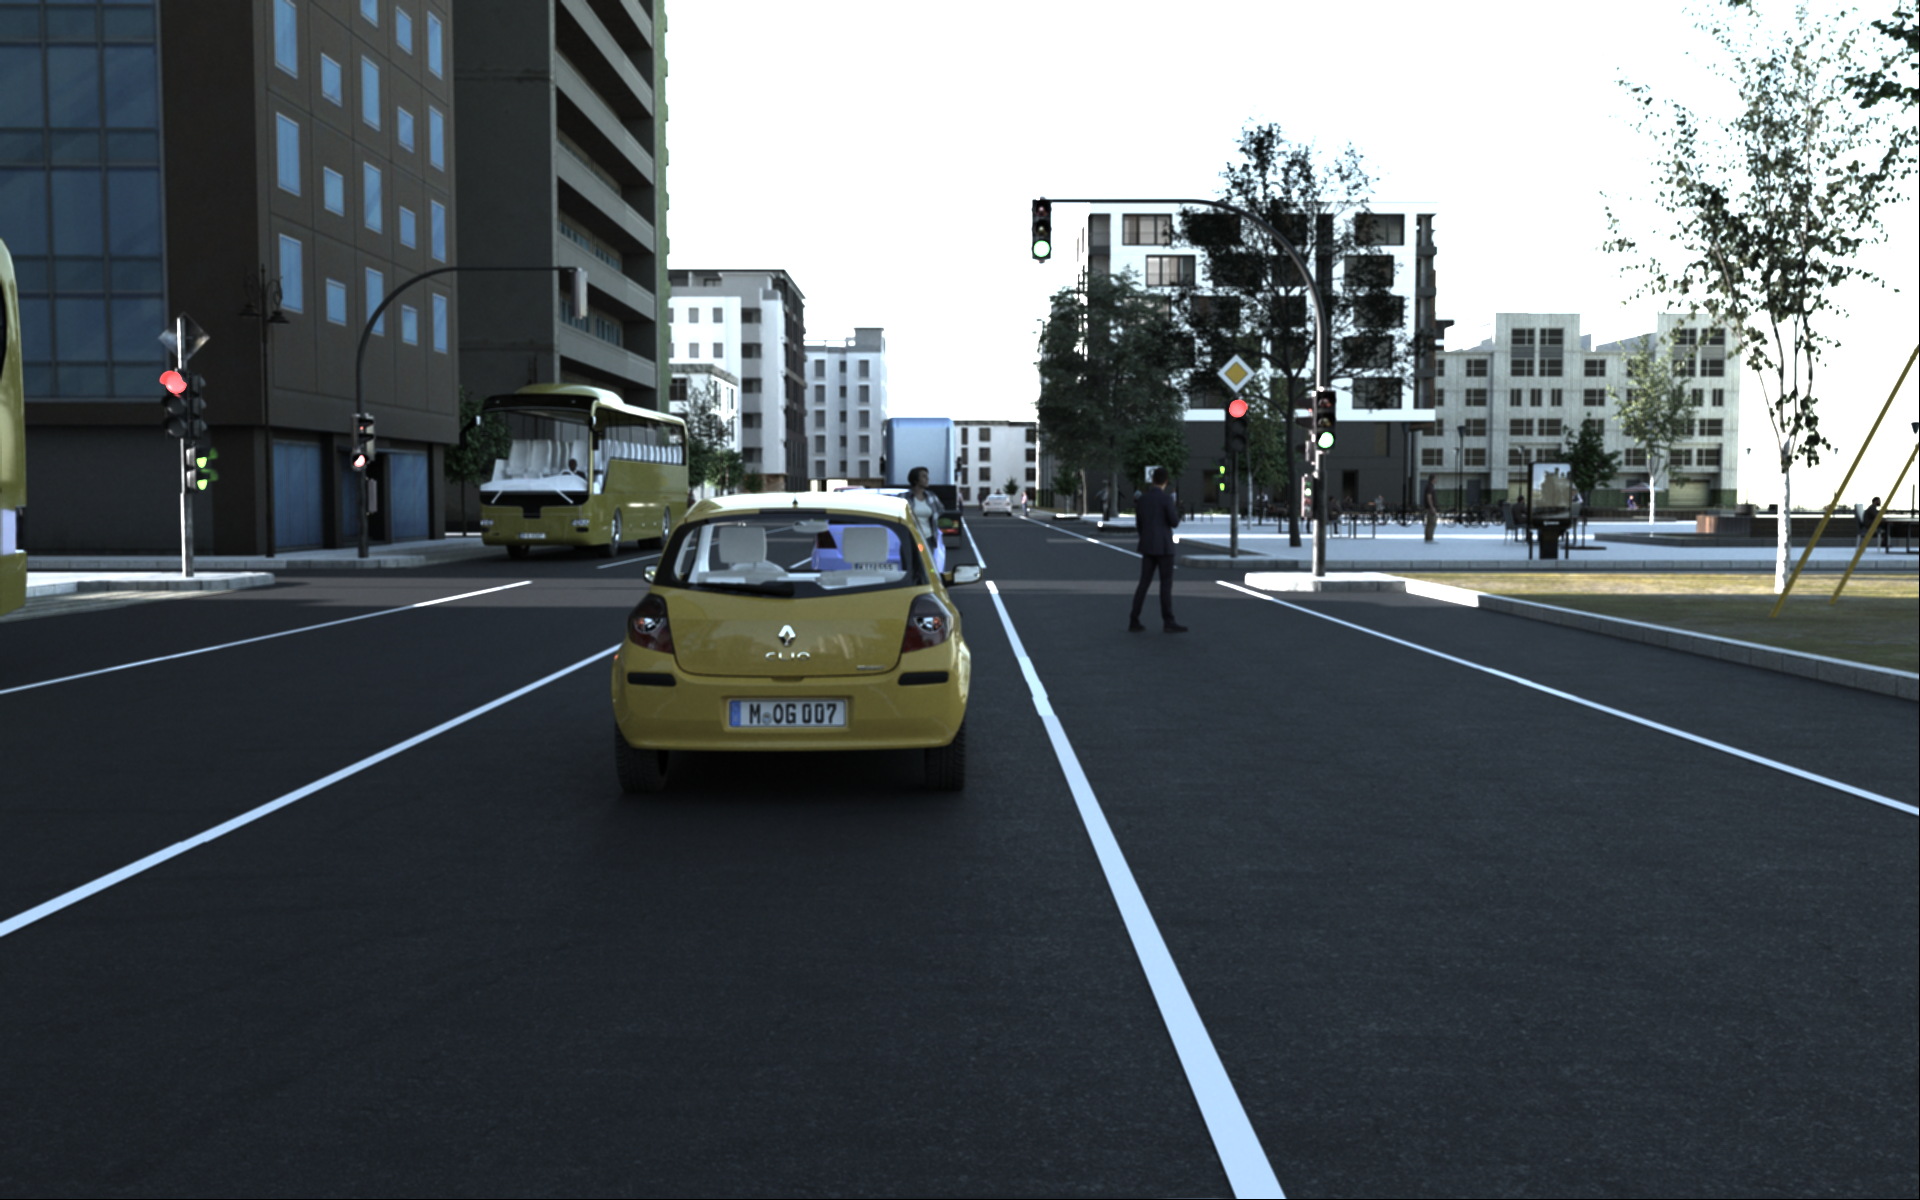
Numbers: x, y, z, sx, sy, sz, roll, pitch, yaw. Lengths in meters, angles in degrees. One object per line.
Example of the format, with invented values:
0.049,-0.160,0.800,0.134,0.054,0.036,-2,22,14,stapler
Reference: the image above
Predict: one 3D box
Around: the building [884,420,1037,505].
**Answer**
5.470,-15.752,199.695,28.070,9.664,9.099,0,4,0,building

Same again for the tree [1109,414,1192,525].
7.824,-5.341,71.034,4.285,4.588,4.351,0,3,0,tree

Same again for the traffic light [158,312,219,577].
-11.934,-2.311,26.713,0.839,4.253,0.868,0,4,0,traffic light

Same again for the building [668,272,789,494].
-22.648,-17.683,145.537,16.016,20.091,11.380,0,4,0,building

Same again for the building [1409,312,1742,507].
60.295,-19.003,177.151,31.486,18.905,16.747,0,4,0,building

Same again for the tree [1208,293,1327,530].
10.592,-6.813,61.761,4.737,8.622,4.395,0,3,0,tree

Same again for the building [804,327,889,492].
-14.269,-21.151,202.241,11.380,20.091,16.016,0,4,0,building

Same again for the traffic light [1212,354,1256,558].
5.506,-2.806,34.802,0.839,4.253,0.868,0,4,0,traffic light

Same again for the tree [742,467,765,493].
-14.790,-7.963,124.796,1.663,3.219,1.824,0,3,0,tree

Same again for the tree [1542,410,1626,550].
14.633,-2.789,40.204,1.663,3.219,1.824,0,3,0,tree

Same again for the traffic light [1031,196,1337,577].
3.455,-3.180,26.665,4.771,5.953,1.251,0,4,0,traffic light

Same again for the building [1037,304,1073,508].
16.677,-18.526,169.360,16.747,18.905,31.486,0,4,0,building

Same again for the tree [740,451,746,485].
-14.908,-7.661,108.968,4.285,4.588,4.351,0,3,0,tree

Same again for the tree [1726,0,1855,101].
8.156,-5.234,11.335,9.928,11.665,9.643,0,3,0,tree

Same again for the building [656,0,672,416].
-23.717,-25.036,92.941,14.154,41.232,14.086,0,4,0,building

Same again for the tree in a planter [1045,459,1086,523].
5.281,-5.472,86.682,1.991,3.239,1.994,0,4,0,tree in a planter

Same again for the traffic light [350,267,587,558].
-9.884,-3.674,34.743,4.771,5.953,1.251,0,4,0,traffic light

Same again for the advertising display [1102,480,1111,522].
6.865,-4.654,81.312,0.123,1.923,0.974,-1,4,-12,advertising display

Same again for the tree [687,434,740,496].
-14.287,-6.504,90.047,4.285,4.588,4.351,0,3,0,tree

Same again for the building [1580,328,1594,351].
69.412,-21.212,203.238,11.380,20.091,16.016,0,4,0,building

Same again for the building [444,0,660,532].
-24.210,-27.108,66.920,21.300,48.544,21.600,0,4,0,building

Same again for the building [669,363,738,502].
-20.560,-11.204,125.329,9.099,9.664,28.070,0,4,0,building

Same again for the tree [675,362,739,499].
-14.448,-8.972,97.049,4.360,8.622,3.978,0,3,0,tree

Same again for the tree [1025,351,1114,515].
7.576,-10.618,108.013,7.601,10.594,8.767,0,4,0,tree

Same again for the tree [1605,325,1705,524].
30.045,-7.616,74.881,4.737,8.622,4.395,0,3,0,tree

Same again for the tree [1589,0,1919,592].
10.509,-4.402,22.328,4.360,8.622,3.978,0,3,0,tree

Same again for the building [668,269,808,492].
-32.216,-20.006,171.069,32.646,21.610,27.936,0,4,0,building

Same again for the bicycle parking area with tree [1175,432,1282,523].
12.680,-5.737,80.807,8.231,4.147,9.016,0,4,7,bicycle parking area with tree

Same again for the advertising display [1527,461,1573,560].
11.587,-1.763,34.038,0.974,1.923,0.123,-1,4,-19,advertising display

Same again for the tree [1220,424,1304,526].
12.395,-5.347,71.138,4.285,4.588,4.351,0,3,0,tree

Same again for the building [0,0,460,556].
-21.163,-23.919,41.182,14.600,45.320,14.200,0,4,0,building

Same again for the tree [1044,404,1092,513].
7.448,-10.195,117.052,4.360,8.622,3.978,0,3,0,tree

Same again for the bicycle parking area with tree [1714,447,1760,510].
51.093,-7.304,106.420,8.231,4.147,9.016,1,4,18,bicycle parking area with tree

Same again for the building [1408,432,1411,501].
38.857,-19.665,177.939,11.380,20.091,16.016,0,4,0,building

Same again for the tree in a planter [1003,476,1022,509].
4.874,-10.180,163.671,1.991,3.239,1.994,0,4,0,tree in a planter

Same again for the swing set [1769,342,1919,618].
10.326,-1.250,18.055,2.862,2.851,3.119,3,4,38,swing set

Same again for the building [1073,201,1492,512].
22.767,-17.940,137.300,27.936,21.610,32.646,0,4,0,building

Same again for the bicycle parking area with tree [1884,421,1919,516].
39.706,-5.092,70.253,8.231,4.147,9.016,-2,4,-31,bicycle parking area with tree

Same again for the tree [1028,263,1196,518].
8.258,-11.478,94.313,9.857,13.997,8.962,0,3,0,tree

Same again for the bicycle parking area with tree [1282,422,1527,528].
19.532,-5.134,70.944,8.231,4.147,9.016,-3,4,-36,bicycle parking area with tree

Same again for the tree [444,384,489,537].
-14.912,-4.173,51.944,4.285,4.588,4.351,0,3,0,tree

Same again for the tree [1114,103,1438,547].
7.845,-6.579,41.983,7.601,10.594,8.767,0,4,8,tree

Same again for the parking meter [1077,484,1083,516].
6.995,-5.831,101.046,0.255,1.863,0.399,1,4,19,parking meter
